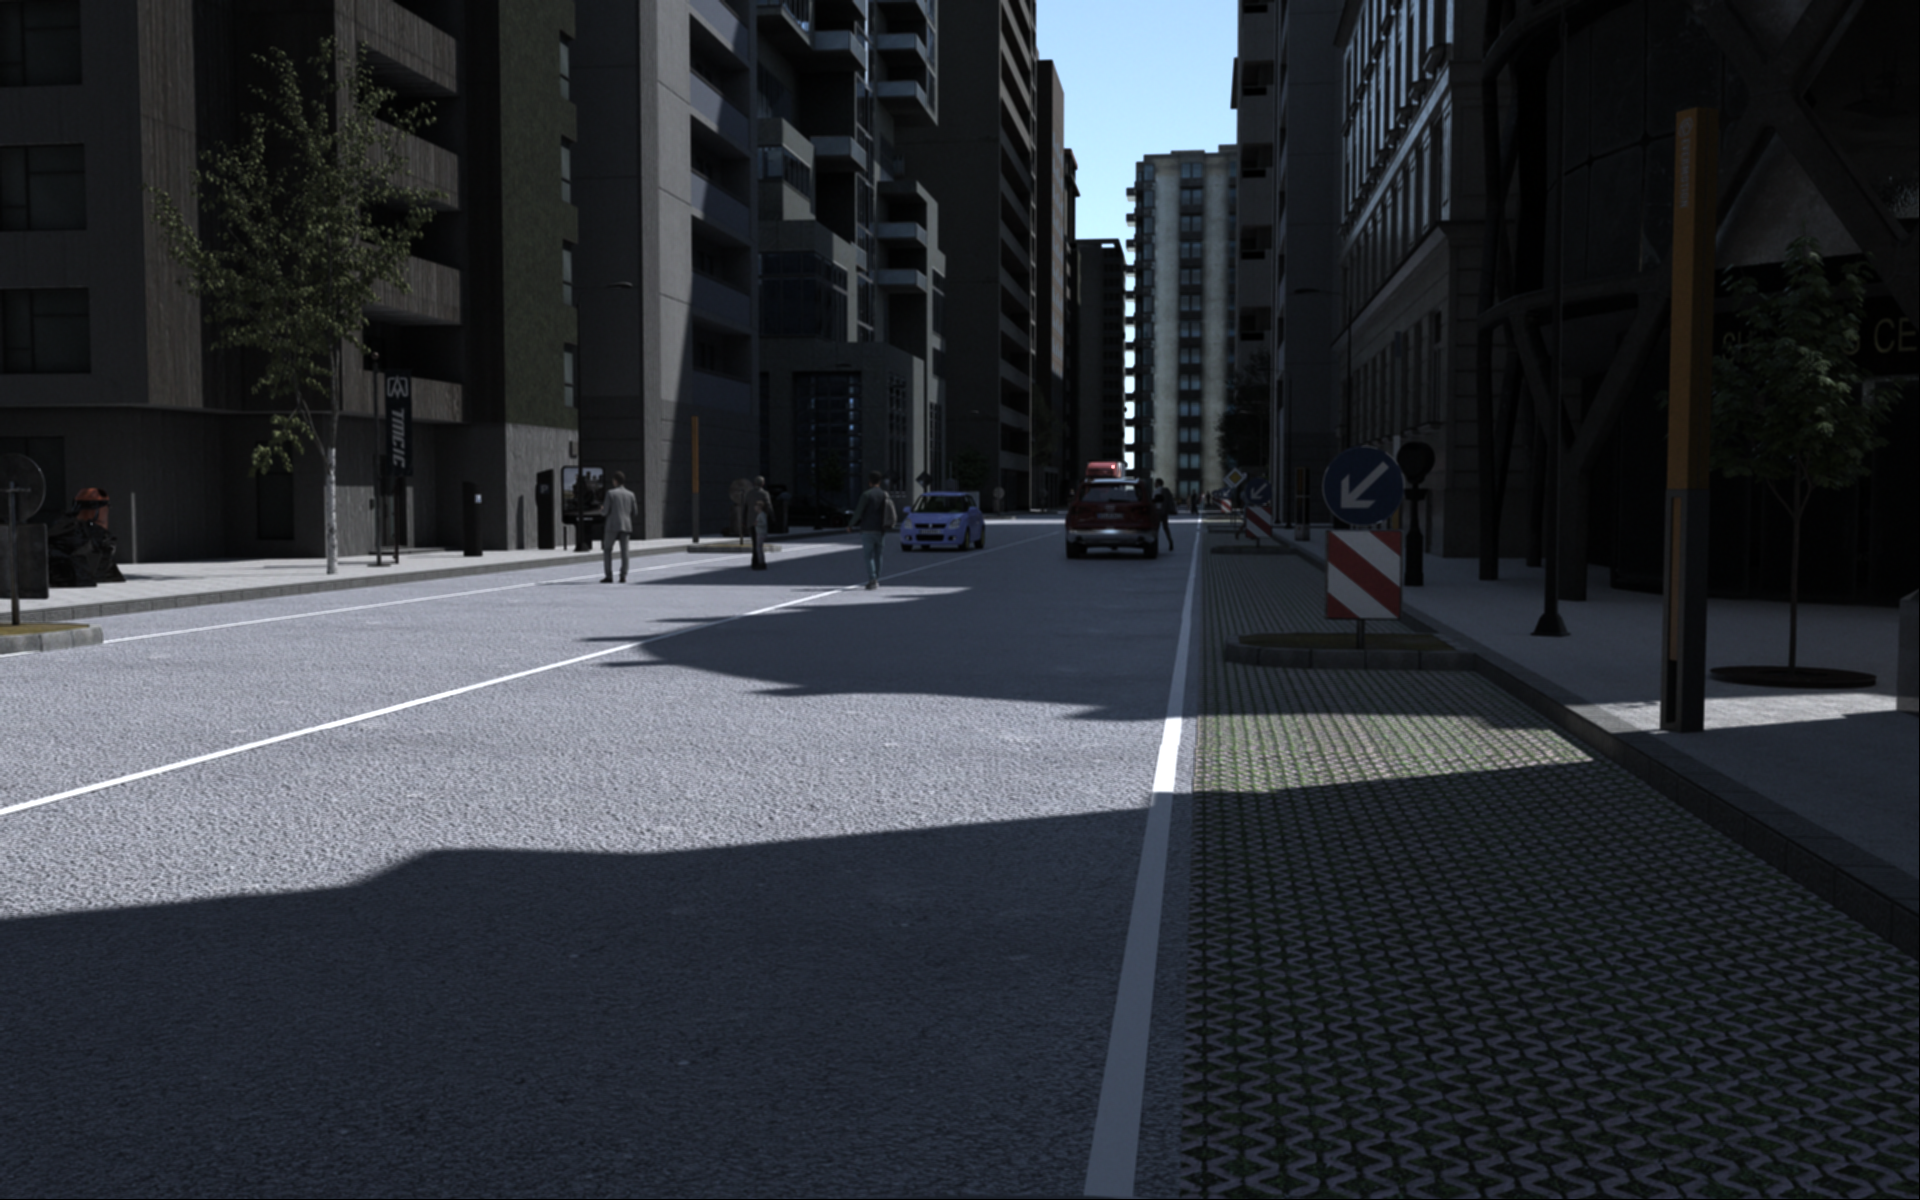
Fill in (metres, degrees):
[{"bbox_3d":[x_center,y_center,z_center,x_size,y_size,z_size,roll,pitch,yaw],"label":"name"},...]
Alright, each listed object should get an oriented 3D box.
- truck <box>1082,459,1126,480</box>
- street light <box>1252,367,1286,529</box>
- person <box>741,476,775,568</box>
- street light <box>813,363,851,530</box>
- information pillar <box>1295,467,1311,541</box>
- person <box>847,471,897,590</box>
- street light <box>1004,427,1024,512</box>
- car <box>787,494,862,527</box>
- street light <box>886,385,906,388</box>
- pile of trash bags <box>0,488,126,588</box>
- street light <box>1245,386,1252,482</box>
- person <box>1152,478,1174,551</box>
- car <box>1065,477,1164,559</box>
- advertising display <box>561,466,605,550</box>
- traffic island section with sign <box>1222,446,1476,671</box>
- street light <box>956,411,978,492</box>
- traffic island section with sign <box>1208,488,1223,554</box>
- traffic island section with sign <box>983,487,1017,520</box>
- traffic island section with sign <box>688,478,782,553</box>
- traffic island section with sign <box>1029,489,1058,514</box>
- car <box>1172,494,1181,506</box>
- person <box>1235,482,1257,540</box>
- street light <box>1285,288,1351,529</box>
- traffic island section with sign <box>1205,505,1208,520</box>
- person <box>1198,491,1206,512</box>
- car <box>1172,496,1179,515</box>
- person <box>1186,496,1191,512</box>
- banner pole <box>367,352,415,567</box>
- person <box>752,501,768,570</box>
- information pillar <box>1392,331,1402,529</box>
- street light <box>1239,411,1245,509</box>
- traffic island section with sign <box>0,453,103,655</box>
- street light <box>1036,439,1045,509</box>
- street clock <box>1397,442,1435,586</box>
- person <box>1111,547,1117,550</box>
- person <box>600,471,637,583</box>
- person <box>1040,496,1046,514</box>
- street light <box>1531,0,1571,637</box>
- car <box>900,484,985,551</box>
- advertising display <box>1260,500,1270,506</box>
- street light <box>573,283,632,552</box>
[{"bbox_3d":[11.924,-9.365,142.028,2.839,4.237,11.283,1,4,10],"label":"truck"},{"bbox_3d":[11.555,-5.569,63.592,1.470,5.913,1.316,0,4,8],"label":"street light"},{"bbox_3d":[-3.934,-1.535,33.992,0.661,1.777,0.834,1,4,15],"label":"person"},{"bbox_3d":[-4.550,-5.454,61.712,1.470,5.913,1.316,0,4,8],"label":"street light"},{"bbox_3d":[9.405,-2.631,47.516,0.304,2.012,0.304,-3,5,-43],"label":"information pillar"},{"bbox_3d":[-1.299,-1.061,26.190,0.623,1.781,0.721,-3,5,-44],"label":"person"},{"bbox_3d":[3.730,-9.070,120.832,1.470,5.913,1.316,0,4,8],"label":"street light"},{"bbox_3d":[-5.983,-3.671,69.810,4.222,1.686,2.009,0,4,7],"label":"car"},{"bbox_3d":[-2.989,-6.183,73.634,1.470,5.913,1.316,0,4,8],"label":"street light"},{"bbox_3d":[-13.032,-0.932,24.999,1.912,1.369,3.447,-1,4,-8],"label":"pile of trash bags"},{"bbox_3d":[13.037,-6.201,73.935,1.470,5.913,1.316,0,4,8],"label":"street light"},{"bbox_3d":[5.148,-2.165,43.996,0.679,1.850,0.850,-2,4,-29],"label":"person"},{"bbox_3d":[3.565,-1.920,40.058,2.281,1.827,5.304,0,4,7],"label":"car"},{"bbox_3d":[-8.645,-2.112,39.753,0.974,1.923,0.123,-1,4,-20],"label":"advertising display"},{"bbox_3d":[3.309,-0.389,14.991,1.989,1.847,2.006,0,4,8],"label":"traffic island section with sign"},{"bbox_3d":[0.332,-7.637,97.402,1.470,5.913,1.316,0,4,8],"label":"street light"},{"bbox_3d":[7.053,-2.022,41.686,1.989,1.847,2.006,0,4,8],"label":"traffic island section with sign"},{"bbox_3d":[2.215,-5.465,97.973,1.989,1.847,2.006,0,4,8],"label":"traffic island section with sign"},{"bbox_3d":[-5.507,-2.098,42.930,1.989,1.847,2.006,0,4,8],"label":"traffic island section with sign"},{"bbox_3d":[6.038,-7.129,125.187,1.989,1.847,2.006,0,4,8],"label":"traffic island section with sign"},{"bbox_3d":[26.655,-12.617,216.516,2.015,1.641,3.980,1,4,8],"label":"car"},{"bbox_3d":[8.982,-2.777,53.994,0.778,1.811,0.616,-2,4,-26],"label":"person"},{"bbox_3d":[8.212,-4.069,39.076,1.470,5.913,1.316,0,4,8],"label":"street light"},{"bbox_3d":[14.780,-5.389,96.739,1.989,1.847,2.006,0,4,8],"label":"traffic island section with sign"},{"bbox_3d":[19.794,-8.091,141.625,0.563,1.720,0.643,-1,4,-21],"label":"person"},{"bbox_3d":[14.158,-6.619,120.584,2.083,1.381,4.827,1,4,10],"label":"car"},{"bbox_3d":[18.452,-7.773,139.852,0.475,1.303,0.640,3,5,42],"label":"person"},{"bbox_3d":[-10.088,-2.486,30.660,0.863,3.779,0.401,0,4,-1],"label":"banner pole"},{"bbox_3d":[-3.782,-1.218,32.694,0.394,1.301,0.425,-3,4,-36],"label":"person"},{"bbox_3d":[6.234,-2.042,24.742,0.183,3.616,0.504,1,4,12],"label":"information pillar"},{"bbox_3d":[16.350,-7.635,97.377,1.470,5.913,1.316,0,4,8],"label":"street light"},{"bbox_3d":[-9.259,-0.465,16.226,1.989,1.847,2.006,0,4,8],"label":"traffic island section with sign"},{"bbox_3d":[7.020,-10.523,144.594,1.470,5.913,1.316,0,4,8],"label":"street light"},{"bbox_3d":[6.339,-1.196,24.129,0.358,2.002,0.471,-3,5,-43],"label":"street clock"},{"bbox_3d":[3.973,-2.206,44.693,0.709,1.813,0.853,-1,4,-23],"label":"person"},{"bbox_3d":[-5.582,-1.186,28.097,0.606,1.804,0.583,-3,5,-44],"label":"person"},{"bbox_3d":[5.838,-6.687,122.110,0.475,1.303,0.640,1,4,19],"label":"person"},{"bbox_3d":[4.833,-2.636,15.644,1.470,5.913,1.316,0,4,8],"label":"street light"},{"bbox_3d":[-0.427,-2.133,44.468,1.945,1.707,3.694,1,4,10],"label":"car"},{"bbox_3d":[16.851,-5.551,95.972,0.974,1.923,0.123,-2,4,-35],"label":"advertising display"},{"bbox_3d":[-7.886,-4.020,38.274,1.470,5.913,1.316,0,4,8],"label":"street light"}]
